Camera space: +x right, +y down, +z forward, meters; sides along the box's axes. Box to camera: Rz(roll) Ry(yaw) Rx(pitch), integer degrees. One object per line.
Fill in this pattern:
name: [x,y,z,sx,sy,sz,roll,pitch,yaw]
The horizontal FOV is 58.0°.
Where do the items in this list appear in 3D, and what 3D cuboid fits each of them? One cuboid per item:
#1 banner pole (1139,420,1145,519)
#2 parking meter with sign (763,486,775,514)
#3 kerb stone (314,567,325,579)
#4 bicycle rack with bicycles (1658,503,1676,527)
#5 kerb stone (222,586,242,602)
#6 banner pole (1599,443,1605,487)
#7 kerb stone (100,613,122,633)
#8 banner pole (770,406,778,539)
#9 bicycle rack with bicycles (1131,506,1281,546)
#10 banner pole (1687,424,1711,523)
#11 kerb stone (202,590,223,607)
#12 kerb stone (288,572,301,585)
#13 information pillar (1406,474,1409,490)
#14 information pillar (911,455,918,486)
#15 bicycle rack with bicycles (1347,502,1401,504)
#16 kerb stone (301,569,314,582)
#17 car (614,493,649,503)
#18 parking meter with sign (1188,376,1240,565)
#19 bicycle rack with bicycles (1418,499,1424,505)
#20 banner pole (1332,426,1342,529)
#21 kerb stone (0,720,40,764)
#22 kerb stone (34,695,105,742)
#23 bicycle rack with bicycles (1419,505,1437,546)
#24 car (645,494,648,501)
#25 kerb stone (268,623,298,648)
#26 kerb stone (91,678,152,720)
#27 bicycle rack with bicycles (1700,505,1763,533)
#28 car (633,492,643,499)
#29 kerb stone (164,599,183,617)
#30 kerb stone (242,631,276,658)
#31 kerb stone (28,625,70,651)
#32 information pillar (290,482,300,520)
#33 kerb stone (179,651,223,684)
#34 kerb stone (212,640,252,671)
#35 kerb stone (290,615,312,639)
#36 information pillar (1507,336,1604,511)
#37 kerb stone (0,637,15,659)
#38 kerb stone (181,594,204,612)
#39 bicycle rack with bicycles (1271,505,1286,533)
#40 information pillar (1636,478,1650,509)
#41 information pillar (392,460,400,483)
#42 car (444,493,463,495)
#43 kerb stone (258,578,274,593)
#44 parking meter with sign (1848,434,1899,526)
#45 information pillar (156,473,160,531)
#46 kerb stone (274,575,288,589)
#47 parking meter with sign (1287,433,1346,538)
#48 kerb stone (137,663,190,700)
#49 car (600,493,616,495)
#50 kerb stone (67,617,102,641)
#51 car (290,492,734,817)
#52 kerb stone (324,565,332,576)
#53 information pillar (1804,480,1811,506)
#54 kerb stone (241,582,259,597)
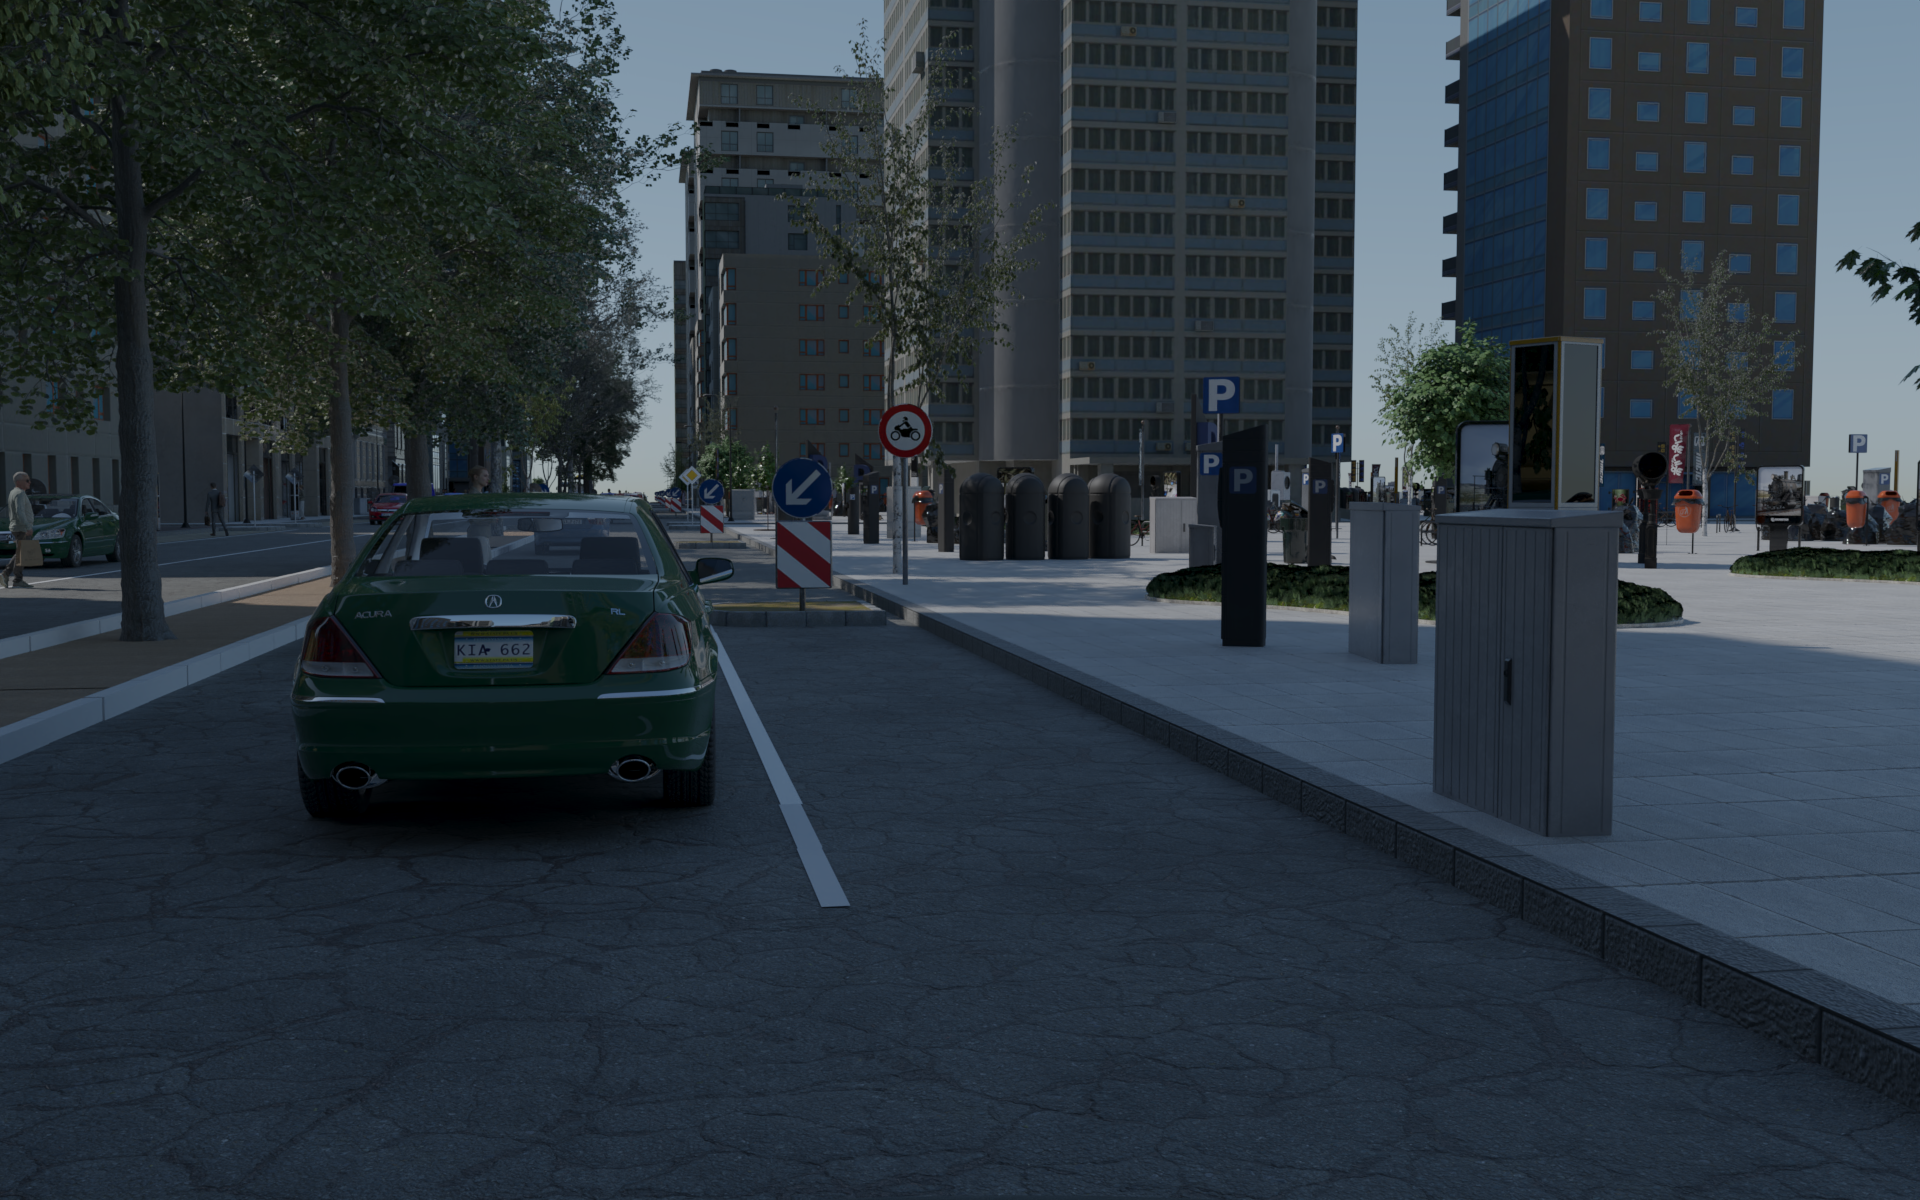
banner pole: [6.150,-4.201,58.703,0.401,3.779,0.863,1,4,18]
parking meter with sign: [-12.179,-7.066,111.788,0.543,3.016,1.738,-3,5,-44]
kerb stone: [-10.935,-0.431,29.262,0.120,0.150,1.000,-1,4,-10]
bicycle rack with bicycles: [27.460,-3.283,67.055,2.925,0.926,2.852,1,4,17]
kerb stone: [-9.835,-0.061,23.195,0.120,0.150,1.000,-1,4,-10]
banner pole: [27.880,-5.228,75.495,0.401,3.779,0.863,0,4,-7]
kerb stone: [-8.923,0.250,18.159,0.120,0.150,1.000,-1,4,-10]
banner pole: [-5.198,-3.611,49.051,0.401,3.779,0.863,0,4,-6]
bicycle rack with bicycles: [5.766,-1.787,42.597,2.852,0.926,2.925,-3,5,-43]
banner pole: [26.257,-4.398,61.921,0.863,3.779,0.401,0,4,-5]
kerb stone: [-9.652,0.001,22.184,0.120,0.150,1.000,-1,4,-10]
kerb stone: [-10.574,-0.309,27.246,0.120,0.150,1.000,-1,4,-10]
information pillar: [33.272,-8.421,129.045,0.183,3.616,0.504,-1,4,-19]
information pillar: [-2.239,-5.748,85.334,0.183,3.616,0.504,-3,5,-40]
bicycle rack with bicycles: [18.203,-3.800,75.512,2.852,0.926,2.925,1,4,10]
kerb stone: [-10.744,-0.371,28.255,0.120,0.150,1.000,-1,4,-10]
car: [-16.227,-4.605,84.336,2.155,1.783,4.494,-1,4,-11]
parking meter with sign: [3.650,-1.760,25.030,0.543,3.016,1.738,1,4,17]
bicycle rack with bicycles: [26.522,-5.680,106.253,2.925,0.926,2.852,-1,4,-21]
banner pole: [13.890,-4.500,63.593,0.401,3.779,0.863,2,4,24]
kerb stone: [-5.196,0.783,9.430,0.120,0.150,1.000,-1,4,-10]
kerb stone: [-5.387,0.723,10.435,0.120,0.150,1.000,-1,4,-10]
bicycle rack with bicycles: [12.242,-1.837,43.410,2.925,0.926,2.852,1,4,12]
car: [-55.937,-17.915,304.710,2.131,1.459,4.920,-1,4,-11]
kerb stone: [-6.488,0.353,16.487,0.120,0.150,1.000,-1,4,-10]
kerb stone: [-5.562,0.658,11.442,0.120,0.150,1.000,-1,4,-10]
bicycle rack with bicycles: [26.206,-2.685,57.285,2.852,0.926,2.925,2,4,28]
car: [-55.215,-17.607,296.542,2.281,1.827,5.304,-1,4,-10]
kerb stone: [-9.282,0.124,20.172,0.120,0.150,1.000,-1,4,-10]
kerb stone: [-6.303,0.411,15.478,0.120,0.150,1.000,-1,4,-10]
kerb stone: [-8.553,0.370,16.148,0.120,0.150,1.000,-1,4,-10]
information pillar: [-32.506,-4.899,84.596,0.304,2.012,0.304,2,4,24]
kerb stone: [-5.930,0.535,13.456,0.120,0.150,1.000,-1,4,-10]
kerb stone: [-6.114,0.473,14.463,0.120,0.150,1.000,-1,4,-10]
kerb stone: [-6.667,0.287,17.499,0.120,0.150,1.000,-1,4,-10]
information pillar: [2.831,-0.232,8.288,0.304,2.012,0.304,-2,4,-31]
kerb stone: [-8.376,0.431,15.141,0.120,0.150,1.000,-1,4,-10]
kerb stone: [-9.470,0.062,21.177,0.120,0.150,1.000,-1,4,-10]
bicycle rack with bicycles: [10.349,-2.689,57.355,2.925,0.926,2.852,0,4,-2]
information pillar: [18.330,-2.563,46.394,0.304,2.012,0.304,0,4,-6]
information pillar: [-39.268,-7.903,120.573,0.504,3.616,0.183,0,4,-1]
car: [-30.870,-5.877,105.687,1.945,1.707,3.694,-1,4,-10]
kerb stone: [-10.202,-0.185,25.222,0.120,0.150,1.000,-1,4,-10]
parking meter with sign: [26.214,-3.260,49.570,0.543,3.016,1.738,-1,4,-9]
information pillar: [-27.927,-3.396,60.010,0.304,2.012,0.304,-1,4,-11]
kerb stone: [-10.381,-0.247,26.230,0.120,0.150,1.000,-1,4,-10]
parking meter with sign: [10.148,-3.261,49.572,1.738,3.016,0.543,-2,4,-25]
kerb stone: [-5.750,0.596,12.447,0.120,0.150,1.000,-1,4,-10]
car: [-19.672,-5.361,97.243,1.945,1.707,3.694,-1,4,-11]
kerb stone: [-8.742,0.309,17.153,0.120,0.150,1.000,-1,4,-10]
car: [-2.251,0.157,9.225,2.131,1.459,4.920,-1,4,-10]
kerb stone: [-11.124,-0.494,30.267,0.120,0.150,1.000,-1,4,-10]
information pillar: [45.604,-5.438,93.397,0.304,2.012,0.304,-1,4,-18]
kerb stone: [-10.014,-0.123,24.212,0.120,0.150,1.000,-1,4,-10]
